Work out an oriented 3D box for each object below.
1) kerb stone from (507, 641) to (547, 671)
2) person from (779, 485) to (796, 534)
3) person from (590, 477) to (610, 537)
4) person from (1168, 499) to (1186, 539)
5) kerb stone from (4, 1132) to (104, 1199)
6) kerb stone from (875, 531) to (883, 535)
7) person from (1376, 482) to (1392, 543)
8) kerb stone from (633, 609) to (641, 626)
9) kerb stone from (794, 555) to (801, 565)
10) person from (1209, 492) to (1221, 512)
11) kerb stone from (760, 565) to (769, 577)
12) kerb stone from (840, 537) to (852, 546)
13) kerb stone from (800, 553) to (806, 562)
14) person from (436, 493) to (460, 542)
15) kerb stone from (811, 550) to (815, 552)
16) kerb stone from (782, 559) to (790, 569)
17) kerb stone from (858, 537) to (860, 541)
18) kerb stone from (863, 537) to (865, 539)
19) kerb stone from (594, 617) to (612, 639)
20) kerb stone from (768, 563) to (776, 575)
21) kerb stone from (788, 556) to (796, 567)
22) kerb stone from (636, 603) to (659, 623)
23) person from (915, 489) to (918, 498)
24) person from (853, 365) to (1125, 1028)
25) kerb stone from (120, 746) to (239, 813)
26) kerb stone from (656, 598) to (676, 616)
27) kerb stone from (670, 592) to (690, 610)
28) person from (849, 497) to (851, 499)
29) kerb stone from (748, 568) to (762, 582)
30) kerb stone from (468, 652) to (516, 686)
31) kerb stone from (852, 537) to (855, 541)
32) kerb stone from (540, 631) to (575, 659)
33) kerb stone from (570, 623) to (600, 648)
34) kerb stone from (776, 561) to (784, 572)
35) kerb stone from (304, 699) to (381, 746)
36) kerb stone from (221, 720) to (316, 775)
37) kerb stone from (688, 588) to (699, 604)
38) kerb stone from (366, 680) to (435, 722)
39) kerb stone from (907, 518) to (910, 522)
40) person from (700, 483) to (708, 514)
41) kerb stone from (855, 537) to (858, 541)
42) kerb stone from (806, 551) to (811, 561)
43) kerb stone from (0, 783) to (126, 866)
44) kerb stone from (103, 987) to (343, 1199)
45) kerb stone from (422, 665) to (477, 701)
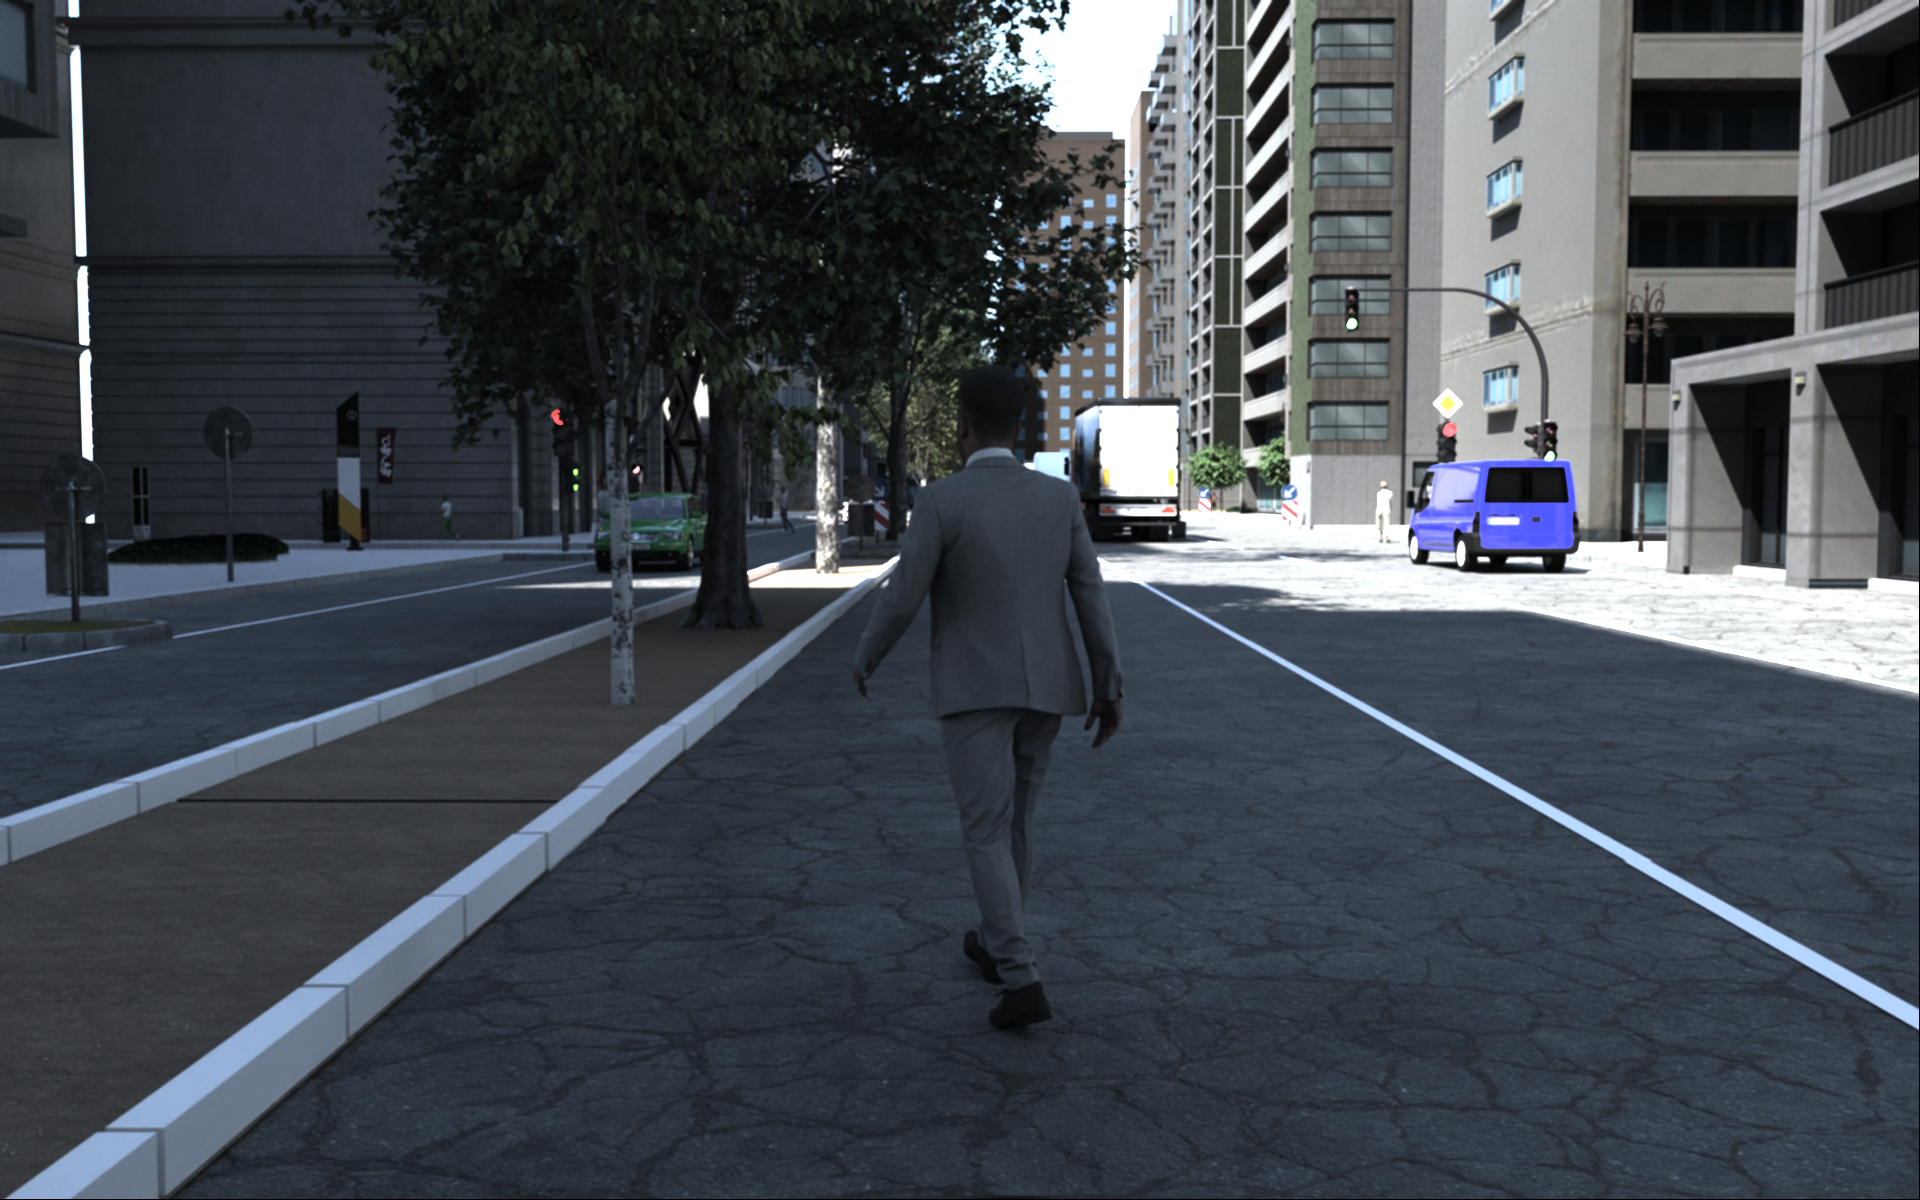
[{"bbox_3d":[-3.630,0.479,14.366,0.120,0.150,1.000,0,4,1],"label":"kerb stone"},{"bbox_3d":[-6.219,-3.264,62.539,0.598,1.740,0.731,0,4,-7],"label":"person"},{"bbox_3d":[-7.416,-1.671,36.174,0.694,1.780,0.624,2,4,33],"label":"person"},{"bbox_3d":[6.950,-2.885,55.890,0.699,1.804,1.509,0,4,8],"label":"person"},{"bbox_3d":[-1.680,1.175,2.986,0.120,0.150,1.000,0,4,1],"label":"kerb stone"},{"bbox_3d":[-3.003,-2.560,64.054,0.120,0.150,1.000,0,4,1],"label":"kerb stone"},{"bbox_3d":[12.511,-2.584,50.977,0.478,1.798,0.641,0,4,2],"label":"person"},{"bbox_3d":[-3.585,0.228,18.461,0.120,0.150,1.000,0,4,1],"label":"kerb stone"},{"bbox_3d":[-3.363,-0.774,34.852,0.120,0.150,1.000,0,4,1],"label":"kerb stone"},{"bbox_3d":[18.286,-7.054,124.630,1.065,1.426,0.557,-1,4,-13],"label":"person"},{"bbox_3d":[-3.438,-0.456,29.741,0.120,0.150,1.000,0,4,1],"label":"kerb stone"},{"bbox_3d":[-3.200,-1.620,48.680,0.120,0.150,1.000,0,4,1],"label":"kerb stone"},{"bbox_3d":[-3.363,-0.837,35.874,0.120,0.150,1.000,0,4,1],"label":"kerb stone"},{"bbox_3d":[-13.707,-2.207,46.370,0.590,1.304,0.306,0,4,-3],"label":"person"},{"bbox_3d":[-3.332,-0.962,37.927,0.120,0.150,1.000,0,4,1],"label":"kerb stone"},{"bbox_3d":[-3.386,-0.649,32.808,0.120,0.150,1.000,0,4,1],"label":"kerb stone"},{"bbox_3d":[-3.162,-1.806,51.757,0.120,0.150,1.000,0,4,1],"label":"kerb stone"},{"bbox_3d":[-3.126,-1.933,53.805,0.120,0.150,1.000,0,4,1],"label":"kerb stone"},{"bbox_3d":[-3.593,0.291,17.437,0.120,0.150,1.000,0,4,1],"label":"kerb stone"},{"bbox_3d":[-3.425,-0.524,30.764,0.120,0.150,1.000,0,4,1],"label":"kerb stone"},{"bbox_3d":[-3.376,-0.709,33.830,0.120,0.150,1.000,0,4,1],"label":"kerb stone"},{"bbox_3d":[-3.568,0.165,19.500,0.120,0.150,1.000,0,4,1],"label":"kerb stone"},{"bbox_3d":[-3.135,-7.409,129.652,0.705,1.822,1.348,-2,4,-26],"label":"person"},{"bbox_3d":[0.098,0.239,4.860,0.678,1.792,0.850,-1,4,-22],"label":"person"},{"bbox_3d":[-3.708,0.855,8.219,0.120,0.150,1.000,0,4,1],"label":"kerb stone"},{"bbox_3d":[-3.550,0.106,20.522,0.120,0.150,1.000,0,4,1],"label":"kerb stone"},{"bbox_3d":[-3.540,0.041,21.548,0.120,0.150,1.000,0,4,1],"label":"kerb stone"},{"bbox_3d":[-9.410,-8.932,152.173,0.705,1.812,1.348,2,4,26],"label":"person"},{"bbox_3d":[-3.452,-0.395,28.715,0.120,0.150,1.000,0,4,1],"label":"kerb stone"},{"bbox_3d":[-3.637,0.541,13.344,0.120,0.150,1.000,0,4,1],"label":"kerb stone"},{"bbox_3d":[-3.182,-1.676,49.706,0.120,0.150,1.000,0,4,1],"label":"kerb stone"},{"bbox_3d":[-3.619,0.417,15.387,0.120,0.150,1.000,0,4,1],"label":"kerb stone"},{"bbox_3d":[-3.602,0.354,16.409,0.120,0.150,1.000,0,4,1],"label":"kerb stone"},{"bbox_3d":[-3.401,-0.587,31.786,0.120,0.150,1.000,0,4,1],"label":"kerb stone"},{"bbox_3d":[-3.680,0.734,10.263,0.120,0.150,1.000,0,4,1],"label":"kerb stone"},{"bbox_3d":[-3.702,0.793,9.241,0.120,0.150,1.000,0,4,1],"label":"kerb stone"},{"bbox_3d":[-3.529,-0.023,22.570,0.120,0.150,1.000,0,4,1],"label":"kerb stone"},{"bbox_3d":[-3.659,0.667,11.284,0.120,0.150,1.000,0,4,1],"label":"kerb stone"},{"bbox_3d":[-2.631,-4.316,92.773,0.120,0.150,1.000,0,4,1],"label":"kerb stone"},{"bbox_3d":[-7.930,-2.729,53.524,0.834,1.777,0.661,0,4,1],"label":"person"},{"bbox_3d":[-3.168,-1.745,50.734,0.120,0.150,1.000,0,4,1],"label":"kerb stone"},{"bbox_3d":[-3.339,-0.900,36.904,0.120,0.150,1.000,0,4,1],"label":"kerb stone"},{"bbox_3d":[-3.722,0.917,7.195,0.120,0.150,1.000,0,4,1],"label":"kerb stone"},{"bbox_3d":[-1.664,1.112,4.007,0.120,0.150,1.000,0,4,1],"label":"kerb stone"},{"bbox_3d":[-3.654,0.605,12.306,0.120,0.150,1.000,0,4,1],"label":"kerb stone"}]
